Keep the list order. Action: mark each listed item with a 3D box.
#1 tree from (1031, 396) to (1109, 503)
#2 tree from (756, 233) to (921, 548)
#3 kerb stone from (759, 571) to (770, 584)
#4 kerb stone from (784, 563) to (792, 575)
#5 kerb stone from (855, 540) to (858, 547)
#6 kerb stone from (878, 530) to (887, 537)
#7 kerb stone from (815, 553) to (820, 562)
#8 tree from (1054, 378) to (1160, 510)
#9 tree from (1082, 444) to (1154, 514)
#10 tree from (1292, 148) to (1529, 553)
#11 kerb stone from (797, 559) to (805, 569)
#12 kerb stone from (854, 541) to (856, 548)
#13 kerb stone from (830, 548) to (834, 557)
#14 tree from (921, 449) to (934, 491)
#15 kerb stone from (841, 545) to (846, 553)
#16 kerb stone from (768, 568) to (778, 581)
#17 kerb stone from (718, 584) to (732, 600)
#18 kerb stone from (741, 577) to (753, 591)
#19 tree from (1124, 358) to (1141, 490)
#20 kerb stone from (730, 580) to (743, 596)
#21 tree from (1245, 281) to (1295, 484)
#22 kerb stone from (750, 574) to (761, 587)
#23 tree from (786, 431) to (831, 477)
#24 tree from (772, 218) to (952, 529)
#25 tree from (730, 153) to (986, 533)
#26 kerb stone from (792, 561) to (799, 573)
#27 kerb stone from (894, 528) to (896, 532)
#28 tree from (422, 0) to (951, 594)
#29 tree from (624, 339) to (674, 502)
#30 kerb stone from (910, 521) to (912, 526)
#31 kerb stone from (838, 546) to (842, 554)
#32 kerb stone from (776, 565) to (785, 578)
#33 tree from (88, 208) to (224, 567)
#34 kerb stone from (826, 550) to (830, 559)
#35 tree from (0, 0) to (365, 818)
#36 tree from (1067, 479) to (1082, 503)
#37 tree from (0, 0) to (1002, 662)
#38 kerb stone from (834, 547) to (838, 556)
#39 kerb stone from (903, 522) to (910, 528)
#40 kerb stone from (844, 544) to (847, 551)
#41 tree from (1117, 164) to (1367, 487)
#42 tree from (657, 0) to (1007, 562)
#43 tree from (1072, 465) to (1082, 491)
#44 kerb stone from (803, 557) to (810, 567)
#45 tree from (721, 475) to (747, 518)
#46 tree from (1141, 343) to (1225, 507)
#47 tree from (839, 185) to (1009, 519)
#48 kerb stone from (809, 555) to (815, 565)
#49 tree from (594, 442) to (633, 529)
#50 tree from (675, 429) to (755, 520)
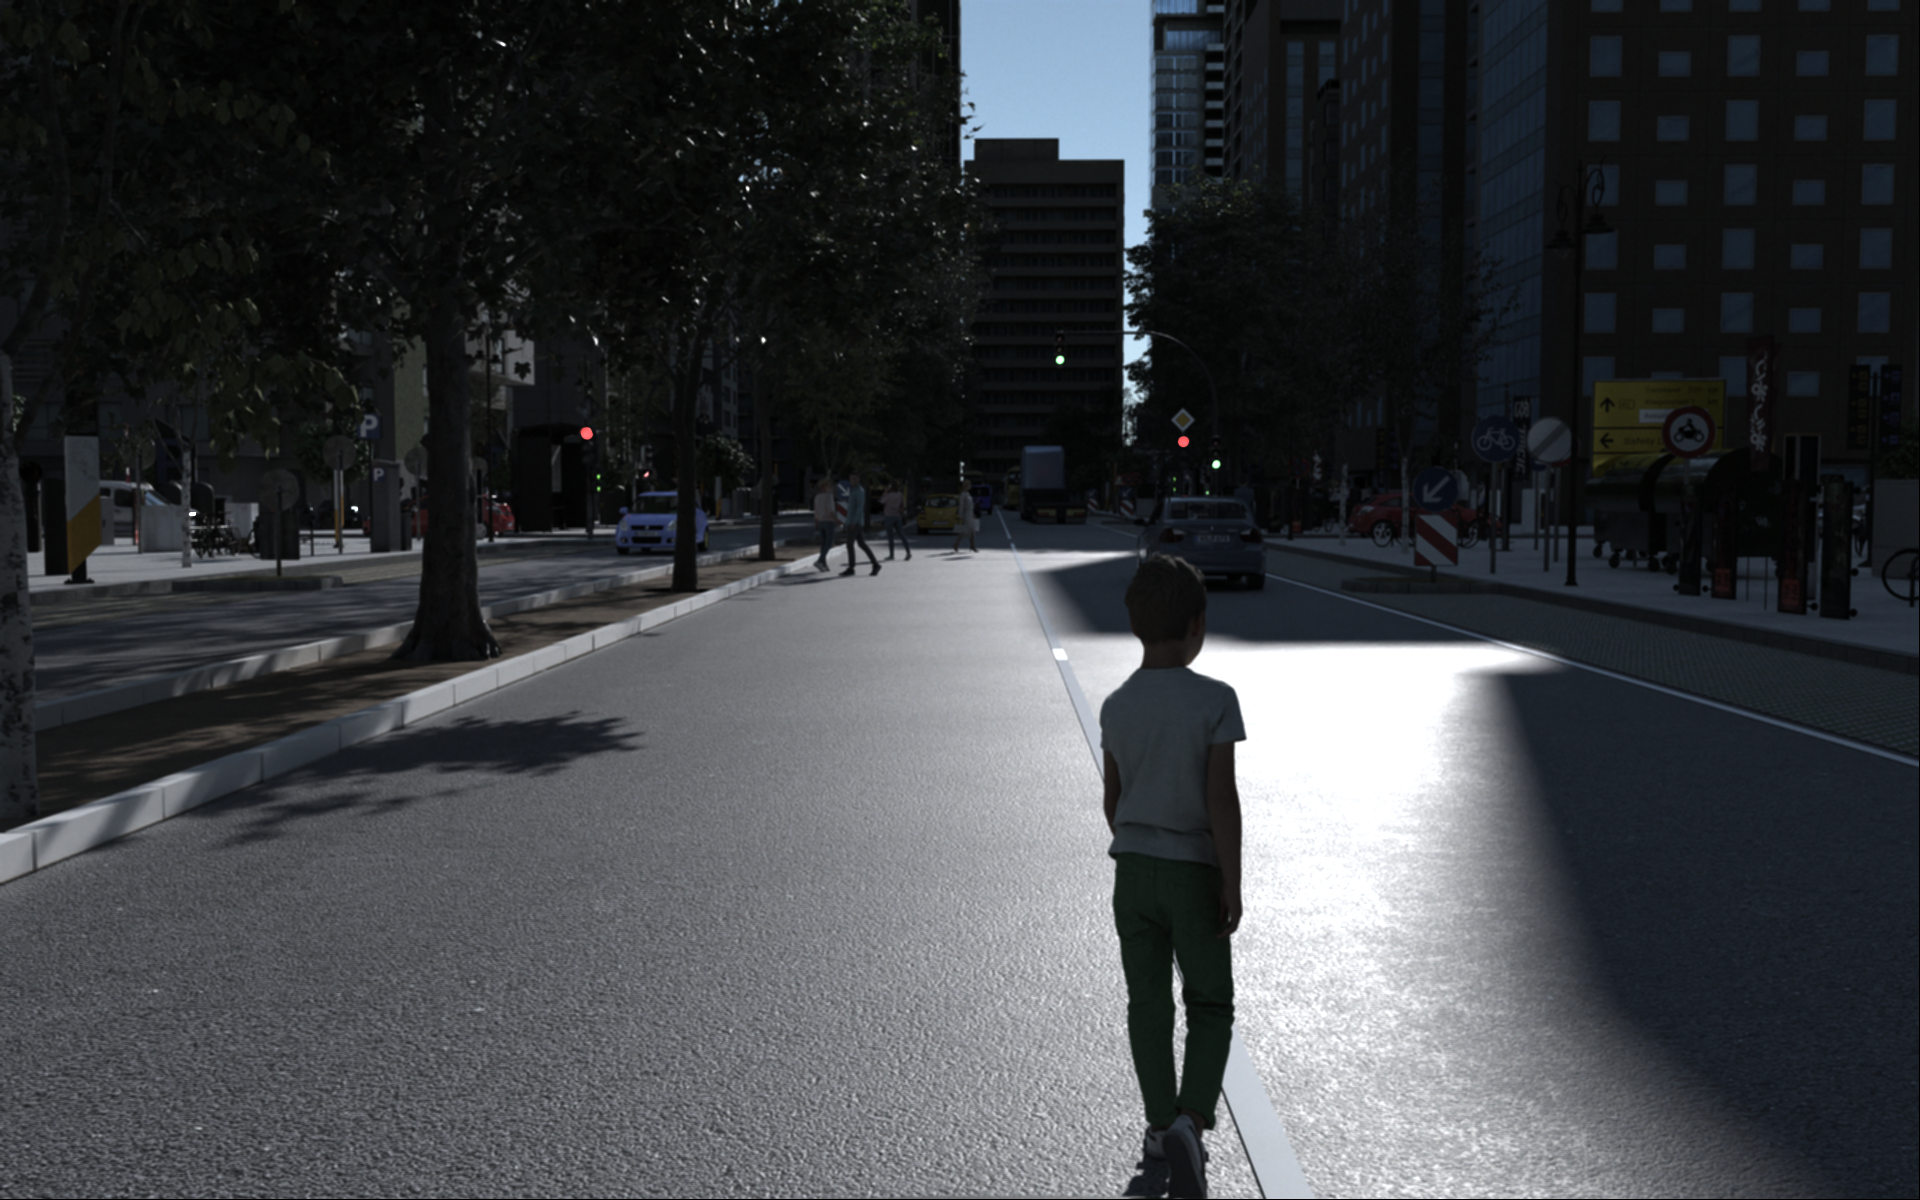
[{"bbox_3d":[12.610,-17.360,200.844,9.611,12.733,9.660,0,3,0],"label":"tree"},{"bbox_3d":[-3.391,-5.671,45.534,4.737,8.622,4.395,0,3,0],"label":"tree"},{"bbox_3d":[-3.188,-0.332,27.618,0.120,0.150,1.000,0,4,1],"label":"kerb stone"},{"bbox_3d":[-3.144,-0.520,30.690,0.120,0.150,1.000,0,4,1],"label":"kerb stone"},{"bbox_3d":[-2.857,-1.459,46.053,0.120,0.150,1.000,0,4,1],"label":"kerb stone"},{"bbox_3d":[-2.637,-2.241,58.848,0.120,0.150,1.000,0,4,1],"label":"kerb stone"},{"bbox_3d":[-3.044,-0.833,35.807,0.120,0.150,1.000,0,4,1],"label":"kerb stone"},{"bbox_3d":[11.663,-12.551,139.619,8.767,10.594,7.601,-1,4,-20],"label":"tree"},{"bbox_3d":[11.109,-7.963,113.909,4.285,4.588,4.351,0,3,0],"label":"tree"},{"bbox_3d":[9.647,-5.297,36.962,4.360,8.622,3.978,0,3,0],"label":"tree"},{"bbox_3d":[-3.099,-0.638,32.734,0.120,0.150,1.000,0,4,1],"label":"kerb stone"},{"bbox_3d":[-2.878,-1.389,45.021,0.120,0.150,1.000,0,4,1],"label":"kerb stone"},{"bbox_3d":[-2.993,-1.021,38.883,0.120,0.150,1.000,0,4,1],"label":"kerb stone"},{"bbox_3d":[-2.955,-8.368,89.643,4.737,8.622,4.395,0,3,0],"label":"tree"},{"bbox_3d":[-2.935,-1.203,41.949,0.120,0.150,1.000,0,4,1],"label":"kerb stone"},{"bbox_3d":[-3.172,-0.394,28.640,0.120,0.150,1.000,0,4,1],"label":"kerb stone"},{"bbox_3d":[-3.271,-0.080,23.507,0.120,0.150,1.000,0,4,1],"label":"kerb stone"},{"bbox_3d":[-3.227,-0.206,25.562,0.120,0.150,1.000,0,4,1],"label":"kerb stone"},{"bbox_3d":[10.256,-8.529,89.817,4.360,8.622,3.978,0,3,0],"label":"tree"},{"bbox_3d":[-3.245,-0.143,24.531,0.120,0.150,1.000,0,4,1],"label":"kerb stone"},{"bbox_3d":[9.455,-5.671,43.076,4.360,8.622,3.978,0,3,0],"label":"tree"},{"bbox_3d":[-3.215,-0.269,26.588,0.120,0.150,1.000,0,4,1],"label":"kerb stone"},{"bbox_3d":[-10.986,-12.791,143.538,7.601,10.594,8.767,0,4,3],"label":"tree"},{"bbox_3d":[-3.928,-9.173,70.569,7.486,12.596,7.792,0,3,0],"label":"tree"},{"bbox_3d":[-3.622,-9.337,61.765,9.857,13.997,8.962,0,3,0],"label":"tree"},{"bbox_3d":[-3.118,-0.582,31.712,0.120,0.150,1.000,0,4,1],"label":"kerb stone"},{"bbox_3d":[-2.542,-2.553,63.963,0.120,0.150,1.000,0,4,1],"label":"kerb stone"},{"bbox_3d":[-3.905,-5.906,24.784,9.928,11.665,9.643,0,3,0],"label":"tree"},{"bbox_3d":[-13.559,-7.355,70.614,4.737,8.622,4.395,0,3,0],"label":"tree"},{"bbox_3d":[-2.326,-3.306,76.252,0.120,0.150,1.000,0,4,1],"label":"kerb stone"},{"bbox_3d":[-2.953,-1.144,40.927,0.120,0.150,1.000,0,4,1],"label":"kerb stone"},{"bbox_3d":[-3.154,-0.457,29.668,0.120,0.150,1.000,0,4,1],"label":"kerb stone"},{"bbox_3d":[-13.674,-4.889,30.293,4.360,8.622,3.978,0,3,0],"label":"tree"},{"bbox_3d":[-3.000,-0.958,37.857,0.120,0.150,1.000,0,4,1],"label":"kerb stone"},{"bbox_3d":[-4.134,-3.325,7.181,4.737,8.622,4.395,0,3,0],"label":"tree"},{"bbox_3d":[12.162,-11.612,184.456,1.663,3.219,1.824,0,3,0],"label":"tree"},{"bbox_3d":[-4.450,-5.837,14.908,9.611,12.733,9.660,0,3,0],"label":"tree"},{"bbox_3d":[-2.971,-1.080,39.905,0.120,0.150,1.000,0,4,1],"label":"kerb stone"},{"bbox_3d":[-2.347,-3.244,75.230,0.120,0.150,1.000,0,4,1],"label":"kerb stone"},{"bbox_3d":[-2.923,-1.269,42.975,0.120,0.150,1.000,0,4,1],"label":"kerb stone"},{"bbox_3d":[10.846,-9.821,67.224,9.857,13.997,8.962,0,3,0],"label":"tree"},{"bbox_3d":[-4.098,-7.561,36.456,12.009,13.543,11.850,0,3,0],"label":"tree"},{"bbox_3d":[12.223,-11.001,163.579,4.285,4.588,4.351,0,3,0],"label":"tree"},{"bbox_3d":[-3.084,-0.707,33.756,0.120,0.150,1.000,0,4,1],"label":"kerb stone"},{"bbox_3d":[-12.650,-6.105,94.417,1.663,3.219,1.824,0,3,0],"label":"tree"},{"bbox_3d":[10.266,-7.766,77.329,4.360,8.622,3.978,0,3,0],"label":"tree"},{"bbox_3d":[-4.017,-14.662,98.068,12.611,20.169,13.585,0,3,0],"label":"tree"},{"bbox_3d":[-3.064,-0.770,34.785,0.120,0.150,1.000,0,4,1],"label":"kerb stone"},{"bbox_3d":[-13.260,-4.286,64.684,1.663,3.219,1.824,0,3,0],"label":"tree"},{"bbox_3d":[-11.991,-6.304,86.778,4.285,4.588,4.351,0,3,0],"label":"tree"}]
